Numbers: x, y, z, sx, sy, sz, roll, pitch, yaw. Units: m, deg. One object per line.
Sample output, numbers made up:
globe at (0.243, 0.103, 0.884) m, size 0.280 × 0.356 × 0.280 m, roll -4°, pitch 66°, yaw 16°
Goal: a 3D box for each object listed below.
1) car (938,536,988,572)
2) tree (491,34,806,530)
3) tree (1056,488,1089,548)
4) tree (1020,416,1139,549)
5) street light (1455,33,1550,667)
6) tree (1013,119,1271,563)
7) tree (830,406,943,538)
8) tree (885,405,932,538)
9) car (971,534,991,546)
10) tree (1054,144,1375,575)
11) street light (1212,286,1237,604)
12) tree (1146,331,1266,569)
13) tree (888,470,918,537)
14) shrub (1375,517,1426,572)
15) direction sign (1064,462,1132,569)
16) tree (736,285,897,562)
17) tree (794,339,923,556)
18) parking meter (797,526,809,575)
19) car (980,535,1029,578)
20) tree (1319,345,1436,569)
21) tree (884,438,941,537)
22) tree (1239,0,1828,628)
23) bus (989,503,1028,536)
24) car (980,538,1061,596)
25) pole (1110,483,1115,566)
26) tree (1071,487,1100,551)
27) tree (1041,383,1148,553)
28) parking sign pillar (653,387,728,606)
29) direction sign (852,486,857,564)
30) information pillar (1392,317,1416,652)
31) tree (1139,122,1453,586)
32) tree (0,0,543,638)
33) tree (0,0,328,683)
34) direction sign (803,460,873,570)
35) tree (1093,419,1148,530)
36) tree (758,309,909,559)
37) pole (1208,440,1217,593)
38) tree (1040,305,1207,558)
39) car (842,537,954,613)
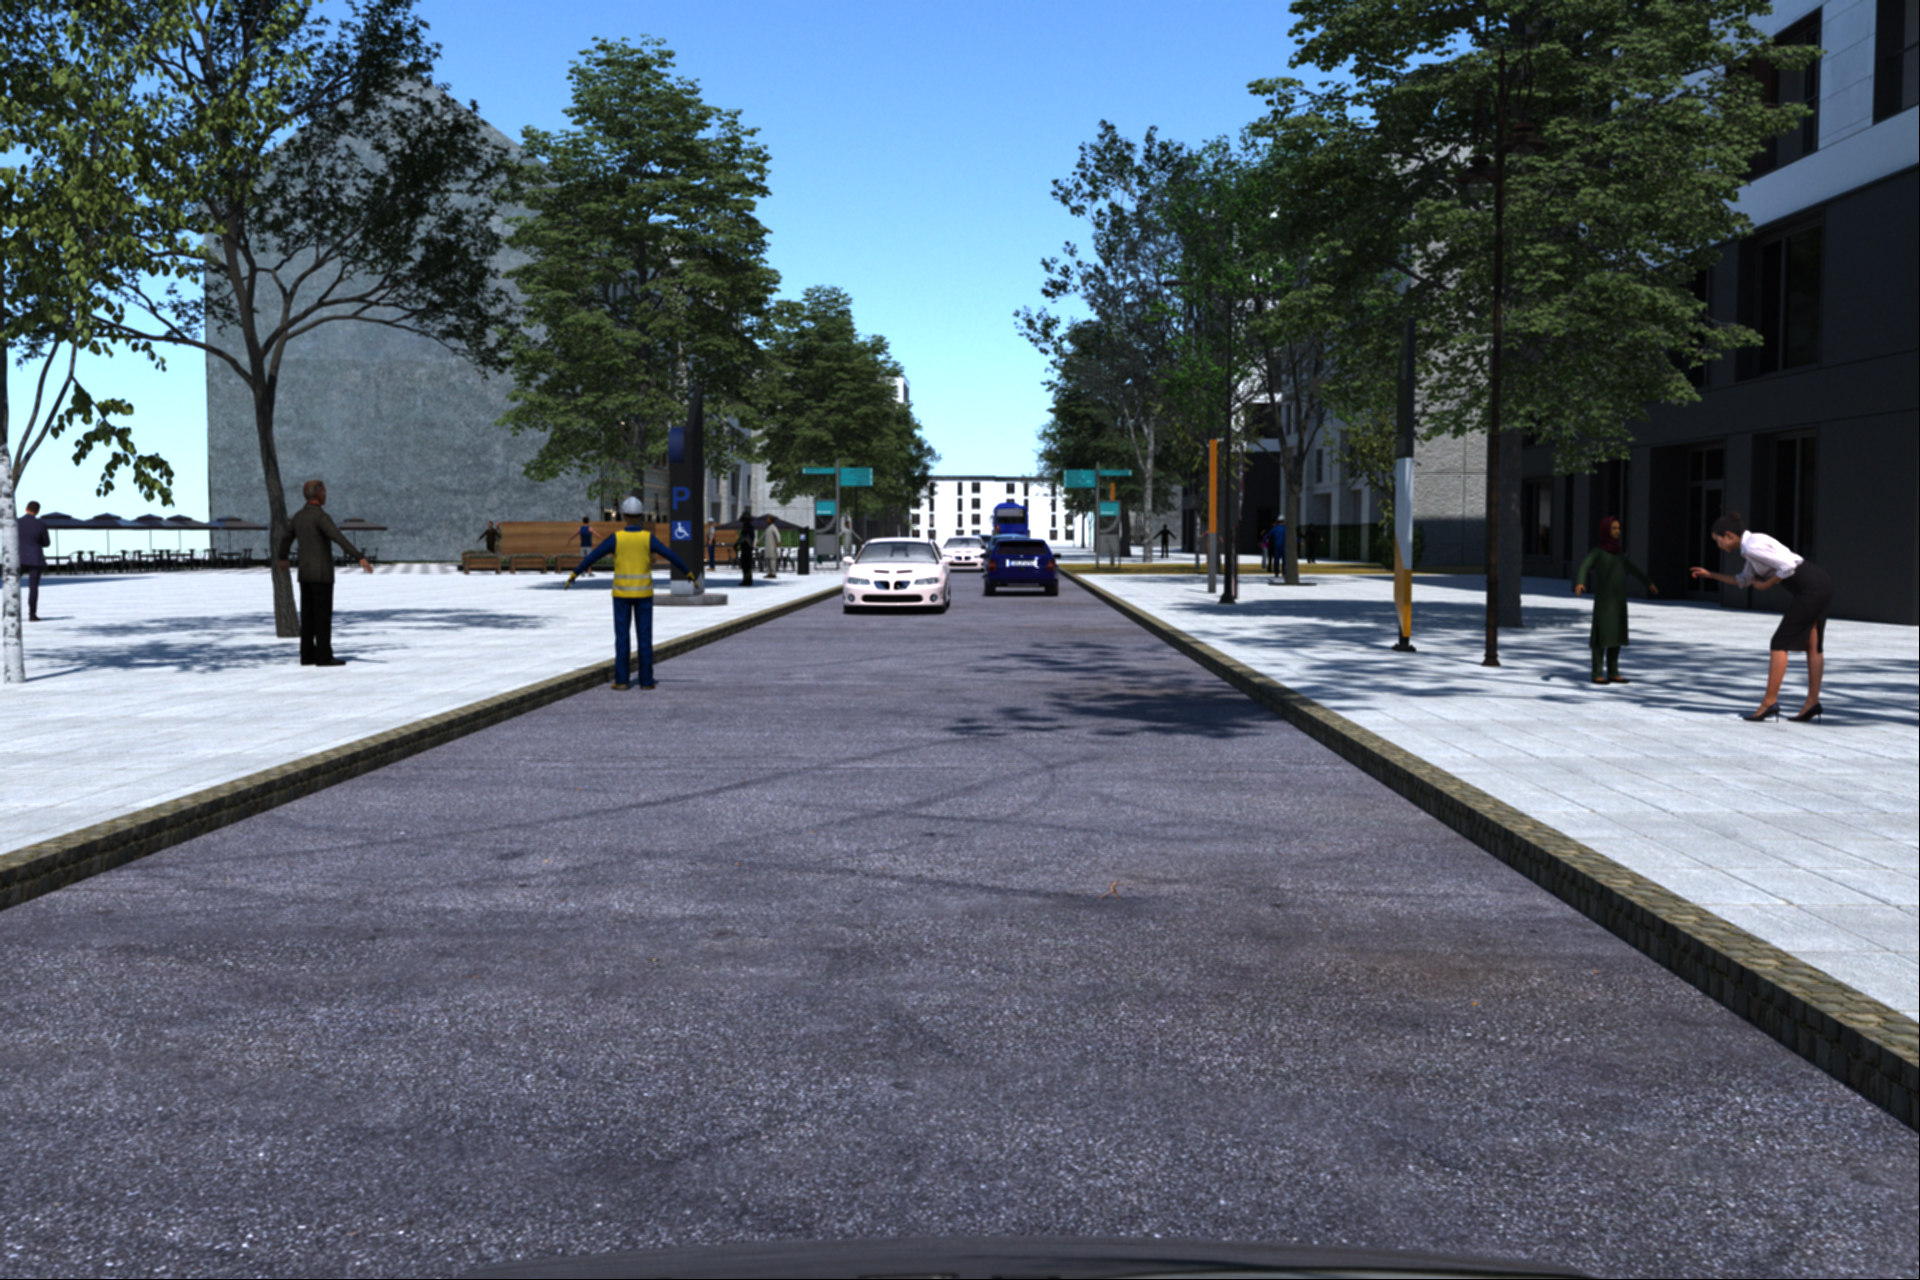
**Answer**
car at (0.174, -3.320, 66.650) m, size 2.083 × 1.381 × 4.827 m, roll 0°, pitch 4°, yaw 1°
tree at (-7.172, -7.460, 40.097) m, size 7.486 × 12.596 × 7.792 m, roll 0°, pitch 3°, yaw 0°
tree at (10.765, -12.914, 161.507) m, size 4.737 × 8.622 × 4.395 m, roll 0°, pitch 3°, yaw 0°
tree at (10.777, -14.700, 150.710) m, size 12.009 × 13.543 × 11.850 m, roll 0°, pitch 3°, yaw 0°
street light at (5.165, -2.684, 16.667) m, size 0.468 × 5.910 × 1.993 m, roll 0°, pitch 4°, yaw 1°
tree at (8.536, -13.608, 78.372) m, size 12.611 × 20.169 × 13.585 m, roll 0°, pitch 3°, yaw 0°
tree at (-5.547, -11.498, 122.399) m, size 8.767 × 10.594 × 7.601 m, roll 0°, pitch 4°, yaw -7°
tree at (-5.623, -12.610, 131.922) m, size 9.928 × 11.665 × 9.643 m, roll 0°, pitch 3°, yaw 0°
car at (1.265, -5.636, 104.155) m, size 2.014 × 1.417 × 4.499 m, roll 0°, pitch 4°, yaw 1°
tree at (8.070, -8.820, 54.583) m, size 12.009 × 13.543 × 11.850 m, roll 0°, pitch 3°, yaw 0°
street light at (5.462, -3.619, 31.710) m, size 1.470 × 5.913 × 1.316 m, roll 0°, pitch 4°, yaw 1°
tree at (8.956, -6.910, 63.335) m, size 4.737 × 8.622 × 4.395 m, roll 0°, pitch 3°, yaw 0°
tree at (-5.311, -12.320, 151.792) m, size 4.737 × 8.622 × 4.395 m, roll 0°, pitch 3°, yaw 0°
shrub at (14.799, -3.285, 58.124) m, size 1.690 × 2.028 × 1.600 m, roll 0°, pitch 3°, yaw 0°
direction sign at (5.090, -4.574, 63.548) m, size 2.525 × 3.948 × 1.411 m, roll 0°, pitch 3°, yaw 0°
tree at (-6.600, -9.873, 79.549) m, size 7.486 × 12.596 × 7.792 m, roll 0°, pitch 3°, yaw 0°
tree at (-6.035, -11.213, 101.467) m, size 7.486 × 12.596 × 7.792 m, roll 0°, pitch 3°, yaw 0°
parking meter at (-4.936, -2.821, 54.541) m, size 0.372 × 1.533 × 0.369 m, roll 0°, pitch 3°, yaw 0°
car at (1.676, -2.790, 57.624) m, size 2.014 × 1.417 × 4.499 m, roll 0°, pitch 4°, yaw 1°
tree at (15.269, -6.877, 62.809) m, size 4.737 × 8.622 × 4.395 m, roll 0°, pitch 3°, yaw 0°
tree at (-5.062, -12.748, 142.837) m, size 7.601 × 10.594 × 8.767 m, roll -1°, pitch 4°, yaw -23°
tree at (7.646, -6.476, 24.014) m, size 7.486 × 12.596 × 7.792 m, roll 0°, pitch 3°, yaw 0°
bus at (3.811, -8.808, 135.563) m, size 2.896 × 3.916 × 12.251 m, roll 0°, pitch 3°, yaw 0°
car at (1.447, -1.753, 41.239) m, size 1.945 × 1.354 × 3.894 m, roll 0°, pitch 4°, yaw 1°
pole at (6.087, -4.605, 69.141) m, size 0.158 × 3.312 × 0.155 m, roll 0°, pitch 3°, yaw 0°
tree at (9.816, -10.994, 130.114) m, size 4.360 × 8.622 × 3.978 m, roll 0°, pitch 3°, yaw 0°
tree at (9.252, -11.802, 118.722) m, size 9.928 × 11.665 × 9.643 m, roll 0°, pitch 3°, yaw 0°
parking sign pillar at (-4.933, -2.619, 31.287) m, size 1.447 × 3.967 × 1.447 m, roll 0°, pitch 4°, yaw 0°
direction sign at (-4.481, -5.064, 74.797) m, size 0.379 × 3.537 × 0.876 m, roll 0°, pitch 4°, yaw 1°
information pillar at (4.872, -1.690, 18.979) m, size 0.183 × 3.616 × 0.504 m, roll 0°, pitch 4°, yaw 1°
tree at (8.322, -7.177, 43.105) m, size 9.928 × 11.665 × 9.643 m, roll 0°, pitch 3°, yaw 0°
tree at (-8.687, -5.314, 21.299) m, size 7.601 × 10.594 × 8.767 m, roll 0°, pitch 4°, yaw 8°
tree at (-7.921, -3.931, 14.639) m, size 4.737 × 8.622 × 4.395 m, roll 0°, pitch 3°, yaw 0°
direction sign at (-4.351, -4.520, 62.656) m, size 2.525 × 3.948 × 1.411 m, roll 0°, pitch 4°, yaw 3°
tree at (9.279, -9.581, 107.009) m, size 4.360 × 8.622 × 3.978 m, roll 0°, pitch 3°, yaw 0°
tree at (-6.410, -10.413, 88.382) m, size 7.486 × 12.596 × 7.792 m, roll 0°, pitch 3°, yaw 0°
pole at (5.466, -2.669, 37.489) m, size 0.158 × 3.312 × 0.155 m, roll 0°, pitch 3°, yaw 0°
tree at (9.018, -11.495, 94.595) m, size 9.857 × 13.997 × 8.962 m, roll 0°, pitch 3°, yaw 0°
car at (-1.145, -1.250, 32.797) m, size 2.083 × 1.381 × 4.827 m, roll 0°, pitch 4°, yaw 1°
